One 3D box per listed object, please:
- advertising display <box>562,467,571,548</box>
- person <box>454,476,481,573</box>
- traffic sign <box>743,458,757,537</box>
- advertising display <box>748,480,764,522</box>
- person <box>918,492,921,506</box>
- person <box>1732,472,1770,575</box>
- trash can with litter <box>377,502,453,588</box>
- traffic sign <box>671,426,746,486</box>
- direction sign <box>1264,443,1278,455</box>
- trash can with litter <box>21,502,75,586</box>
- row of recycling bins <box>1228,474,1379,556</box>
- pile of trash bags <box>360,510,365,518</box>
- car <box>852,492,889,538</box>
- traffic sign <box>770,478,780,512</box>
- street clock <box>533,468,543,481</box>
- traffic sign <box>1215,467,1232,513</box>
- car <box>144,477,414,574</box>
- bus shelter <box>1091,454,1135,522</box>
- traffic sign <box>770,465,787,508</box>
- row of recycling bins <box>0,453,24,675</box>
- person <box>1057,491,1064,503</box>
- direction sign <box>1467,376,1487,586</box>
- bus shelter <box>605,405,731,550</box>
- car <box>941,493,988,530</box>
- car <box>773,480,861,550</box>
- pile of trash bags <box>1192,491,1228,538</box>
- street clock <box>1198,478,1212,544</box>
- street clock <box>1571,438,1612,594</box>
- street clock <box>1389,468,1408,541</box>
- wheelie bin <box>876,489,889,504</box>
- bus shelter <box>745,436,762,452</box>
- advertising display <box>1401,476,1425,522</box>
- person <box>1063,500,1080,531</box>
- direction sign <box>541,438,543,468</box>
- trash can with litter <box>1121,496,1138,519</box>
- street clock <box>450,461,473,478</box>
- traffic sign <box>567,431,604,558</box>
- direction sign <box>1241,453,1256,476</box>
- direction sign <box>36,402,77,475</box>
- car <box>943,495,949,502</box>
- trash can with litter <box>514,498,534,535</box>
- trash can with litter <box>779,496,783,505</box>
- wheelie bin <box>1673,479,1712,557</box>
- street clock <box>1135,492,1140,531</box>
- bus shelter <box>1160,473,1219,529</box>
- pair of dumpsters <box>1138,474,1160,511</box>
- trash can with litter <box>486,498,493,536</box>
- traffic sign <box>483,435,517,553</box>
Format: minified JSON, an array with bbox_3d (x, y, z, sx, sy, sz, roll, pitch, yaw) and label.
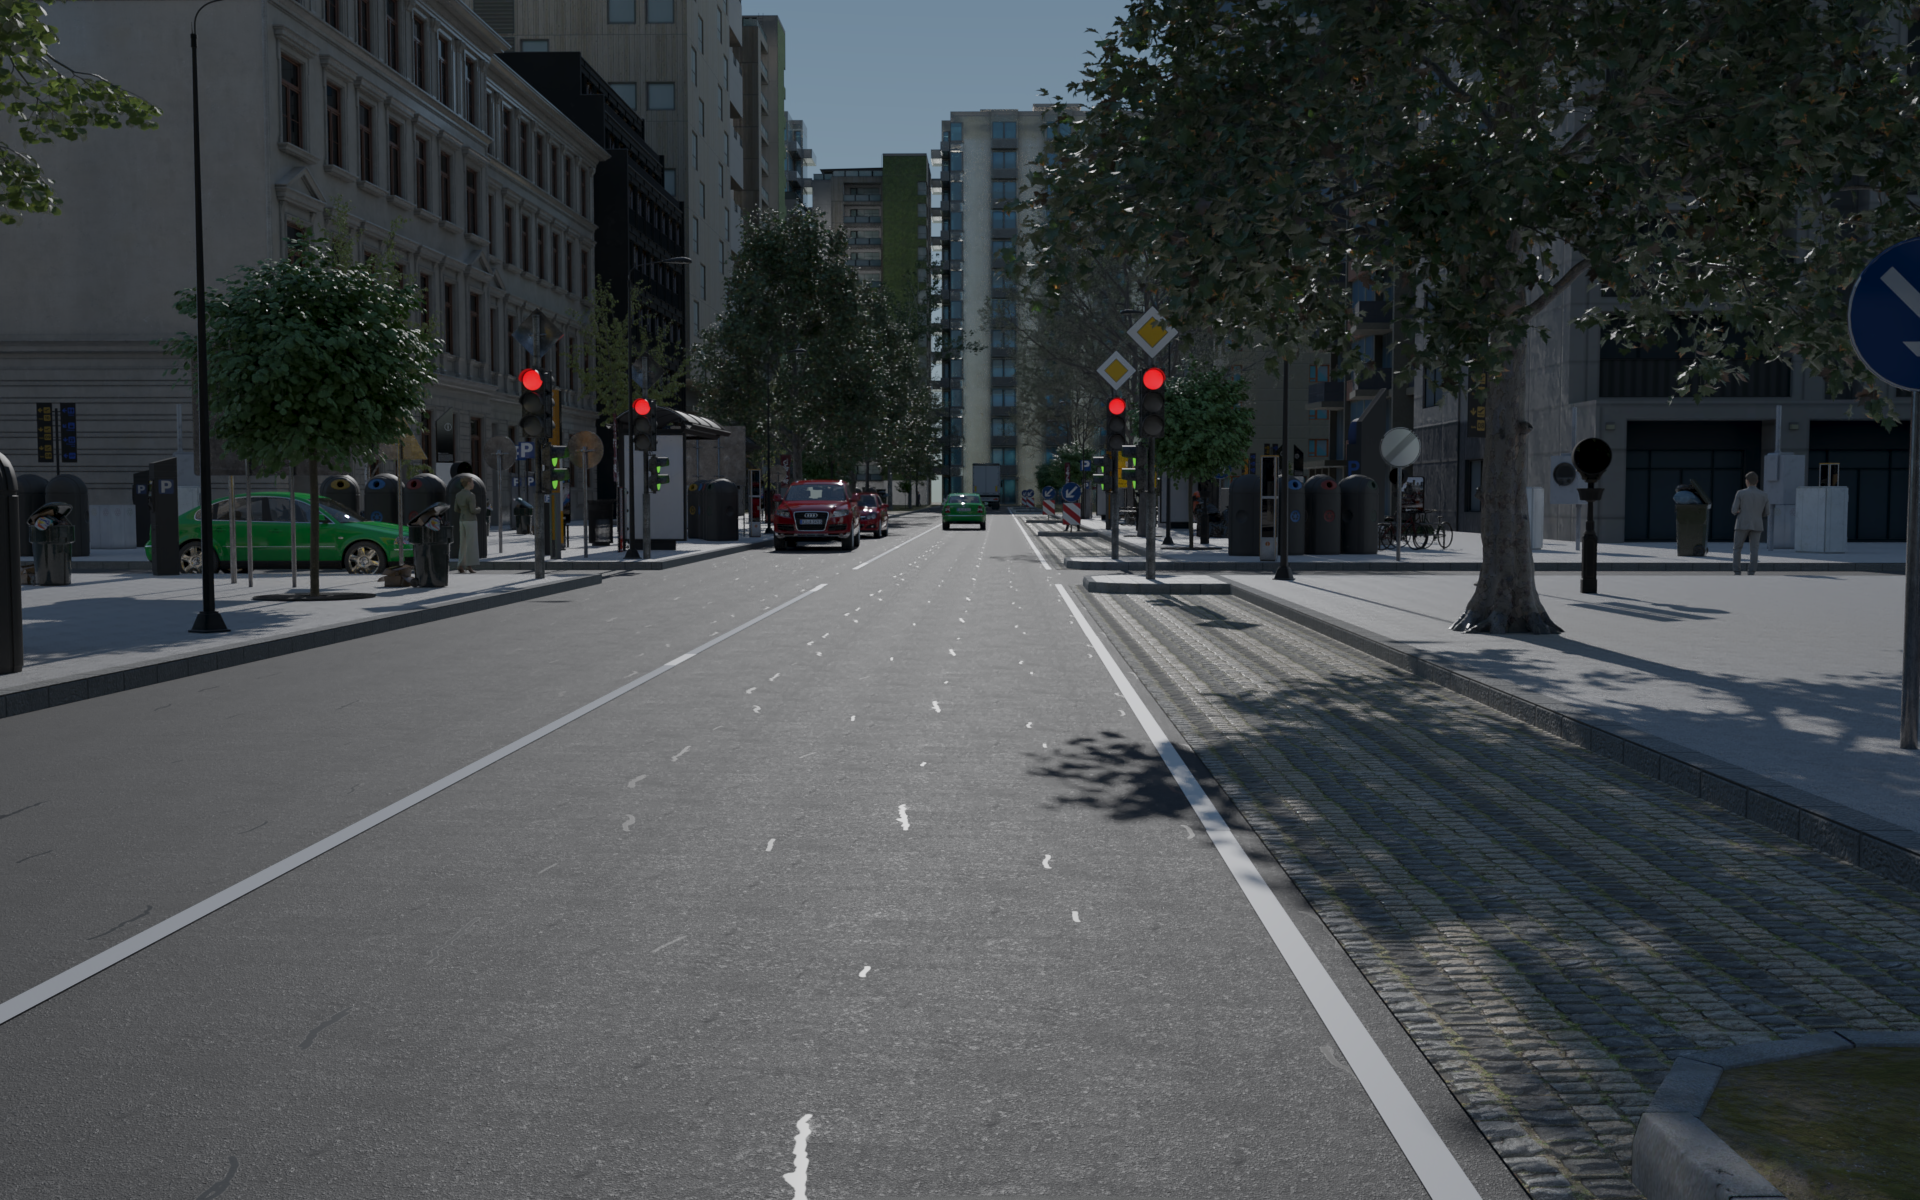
[{"bbox_3d":[-9.469,-2.192,41.050,0.123,1.923,0.974,1,4,9],"label":"advertising display"},{"bbox_3d":[-8.876,-1.364,31.352,0.519,1.759,0.362,2,4,34],"label":"person"},{"bbox_3d":[-6.489,-3.110,52.026,0.795,2.450,0.064,0,4,2],"label":"traffic sign"},{"bbox_3d":[-9.436,-4.579,80.086,0.123,1.923,0.974,3,4,36],"label":"advertising display"},{"bbox_3d":[-4.542,-11.136,191.498,0.530,1.710,0.541,0,4,4],"label":"person"},{"bbox_3d":[13.204,-1.243,29.031,0.606,1.804,0.583,0,4,3],"label":"person"},{"bbox_3d":[-7.525,-0.763,23.857,1.055,1.170,0.624,1,4,13],"label":"trash can with litter"},{"bbox_3d":[-7.533,-3.544,51.812,2.265,3.308,0.079,0,4,5],"label":"traffic sign"},{"bbox_3d":[13.940,-5.242,77.696,0.876,3.537,0.379,-3,4,-37],"label":"direction sign"},{"bbox_3d":[-12.949,-0.792,24.343,1.055,1.170,0.624,2,4,30],"label":"trash can with litter"},{"bbox_3d":[7.228,-1.800,36.545,3.534,1.692,1.069,-2,4,-23],"label":"row of recycling bins"},{"bbox_3d":[-13.421,-1.758,38.492,1.912,1.369,3.447,3,5,44],"label":"pile of trash bags"},{"bbox_3d":[-3.412,-2.980,57.767,2.155,1.783,4.494,0,4,2],"label":"car"},{"bbox_3d":[-8.739,-5.031,82.253,0.884,2.594,0.081,0,4,6],"label":"traffic sign"},{"bbox_3d":[-11.793,-2.717,48.997,0.471,2.002,0.358,0,4,5],"label":"street clock"},{"bbox_3d":[8.705,-3.539,57.971,0.768,2.556,0.104,0,4,5],"label":"traffic sign"},{"bbox_3d":[-11.137,-1.245,29.150,4.718,1.807,1.959,0,4,0],"label":"car"},{"bbox_3d":[7.468,-5.466,83.292,2.014,3.302,5.546,0,4,1],"label":"bus shelter"},{"bbox_3d":[-7.894,-4.584,75.054,0.768,2.556,0.104,0,4,6],"label":"traffic sign"},{"bbox_3d":[-7.952,-0.386,13.424,1.069,1.692,3.534,-3,4,-36],"label":"row of recycling bins"},{"bbox_3d":[11.144,-11.167,191.617,0.750,1.759,0.617,0,4,4],"label":"person"},{"bbox_3d":[7.383,-1.965,24.130,0.876,3.537,0.379,-2,4,-30],"label":"direction sign"},{"bbox_3d":[-6.972,-2.942,42.029,2.014,3.302,5.546,0,4,1],"label":"bus shelter"},{"bbox_3d":[0.185,-3.814,71.152,1.959,1.807,4.718,0,4,1],"label":"car"},{"bbox_3d":[-3.732,-2.267,45.739,2.281,1.827,5.304,0,4,0],"label":"car"},{"bbox_3d":[7.864,-2.590,52.094,1.912,1.369,3.447,-1,4,-20],"label":"pile of trash bags"},{"bbox_3d":[6.284,-2.437,44.415,0.358,2.002,0.471,2,4,29],"label":"street clock"},{"bbox_3d":[8.137,-1.088,22.360,0.471,2.002,0.358,1,4,12],"label":"street clock"},{"bbox_3d":[12.059,-2.637,47.685,0.471,2.002,0.358,3,5,44],"label":"street clock"},{"bbox_3d":[-4.951,-6.195,109.194,0.980,1.594,0.693,-1,4,-22],"label":"wheelie bin"},{"bbox_3d":[-7.679,-3.748,55.198,2.014,3.302,5.546,0,4,1],"label":"bus shelter"},{"bbox_3d":[16.257,-3.502,62.476,0.974,1.923,0.123,2,4,30],"label":"advertising display"},{"bbox_3d":[4.043,-3.351,63.064,0.755,1.850,0.659,2,4,28],"label":"person"},{"bbox_3d":[-16.533,-4.713,69.049,0.379,3.537,0.876,3,4,36],"label":"direction sign"},{"bbox_3d":[8.728,-4.794,89.768,1.055,1.170,0.624,3,5,39],"label":"trash can with litter"},{"bbox_3d":[-11.013,-2.064,38.319,0.358,2.002,0.471,2,4,32],"label":"street clock"},{"bbox_3d":[-7.537,-2.123,34.817,0.768,2.556,0.104,0,4,7],"label":"traffic sign"},{"bbox_3d":[15.985,-6.360,95.982,0.876,3.537,0.379,3,5,39],"label":"direction sign"},{"bbox_3d":[-22.359,-3.116,42.943,0.876,3.537,0.379,-1,4,-16],"label":"direction sign"},{"bbox_3d":[-0.565,-9.355,165.308,2.083,1.381,4.827,0,4,0],"label":"car"},{"bbox_3d":[-13.532,-2.645,54.626,1.055,1.170,0.624,1,4,13],"label":"trash can with litter"},{"bbox_3d":[-11.049,-5.761,105.573,0.624,1.170,1.055,0,4,5],"label":"trash can with litter"},{"bbox_3d":[15.087,-1.700,35.696,0.693,1.594,0.980,2,4,28],"label":"wheelie bin"},{"bbox_3d":[6.249,-3.407,60.282,0.358,2.002,0.471,-2,4,-30],"label":"street clock"},{"bbox_3d":[8.093,-4.117,61.239,2.014,3.302,5.546,0,4,1],"label":"bus shelter"},{"bbox_3d":[9.449,-4.899,82.599,1.574,2.255,4.437,0,4,1],"label":"pair of dumpsters"},{"bbox_3d":[-14.711,-2.507,52.383,1.055,1.170,0.624,-2,4,-29],"label":"trash can with litter"},{"bbox_3d":[-9.989,-2.293,37.596,0.768,2.556,0.104,1,4,10],"label":"traffic sign"}]
